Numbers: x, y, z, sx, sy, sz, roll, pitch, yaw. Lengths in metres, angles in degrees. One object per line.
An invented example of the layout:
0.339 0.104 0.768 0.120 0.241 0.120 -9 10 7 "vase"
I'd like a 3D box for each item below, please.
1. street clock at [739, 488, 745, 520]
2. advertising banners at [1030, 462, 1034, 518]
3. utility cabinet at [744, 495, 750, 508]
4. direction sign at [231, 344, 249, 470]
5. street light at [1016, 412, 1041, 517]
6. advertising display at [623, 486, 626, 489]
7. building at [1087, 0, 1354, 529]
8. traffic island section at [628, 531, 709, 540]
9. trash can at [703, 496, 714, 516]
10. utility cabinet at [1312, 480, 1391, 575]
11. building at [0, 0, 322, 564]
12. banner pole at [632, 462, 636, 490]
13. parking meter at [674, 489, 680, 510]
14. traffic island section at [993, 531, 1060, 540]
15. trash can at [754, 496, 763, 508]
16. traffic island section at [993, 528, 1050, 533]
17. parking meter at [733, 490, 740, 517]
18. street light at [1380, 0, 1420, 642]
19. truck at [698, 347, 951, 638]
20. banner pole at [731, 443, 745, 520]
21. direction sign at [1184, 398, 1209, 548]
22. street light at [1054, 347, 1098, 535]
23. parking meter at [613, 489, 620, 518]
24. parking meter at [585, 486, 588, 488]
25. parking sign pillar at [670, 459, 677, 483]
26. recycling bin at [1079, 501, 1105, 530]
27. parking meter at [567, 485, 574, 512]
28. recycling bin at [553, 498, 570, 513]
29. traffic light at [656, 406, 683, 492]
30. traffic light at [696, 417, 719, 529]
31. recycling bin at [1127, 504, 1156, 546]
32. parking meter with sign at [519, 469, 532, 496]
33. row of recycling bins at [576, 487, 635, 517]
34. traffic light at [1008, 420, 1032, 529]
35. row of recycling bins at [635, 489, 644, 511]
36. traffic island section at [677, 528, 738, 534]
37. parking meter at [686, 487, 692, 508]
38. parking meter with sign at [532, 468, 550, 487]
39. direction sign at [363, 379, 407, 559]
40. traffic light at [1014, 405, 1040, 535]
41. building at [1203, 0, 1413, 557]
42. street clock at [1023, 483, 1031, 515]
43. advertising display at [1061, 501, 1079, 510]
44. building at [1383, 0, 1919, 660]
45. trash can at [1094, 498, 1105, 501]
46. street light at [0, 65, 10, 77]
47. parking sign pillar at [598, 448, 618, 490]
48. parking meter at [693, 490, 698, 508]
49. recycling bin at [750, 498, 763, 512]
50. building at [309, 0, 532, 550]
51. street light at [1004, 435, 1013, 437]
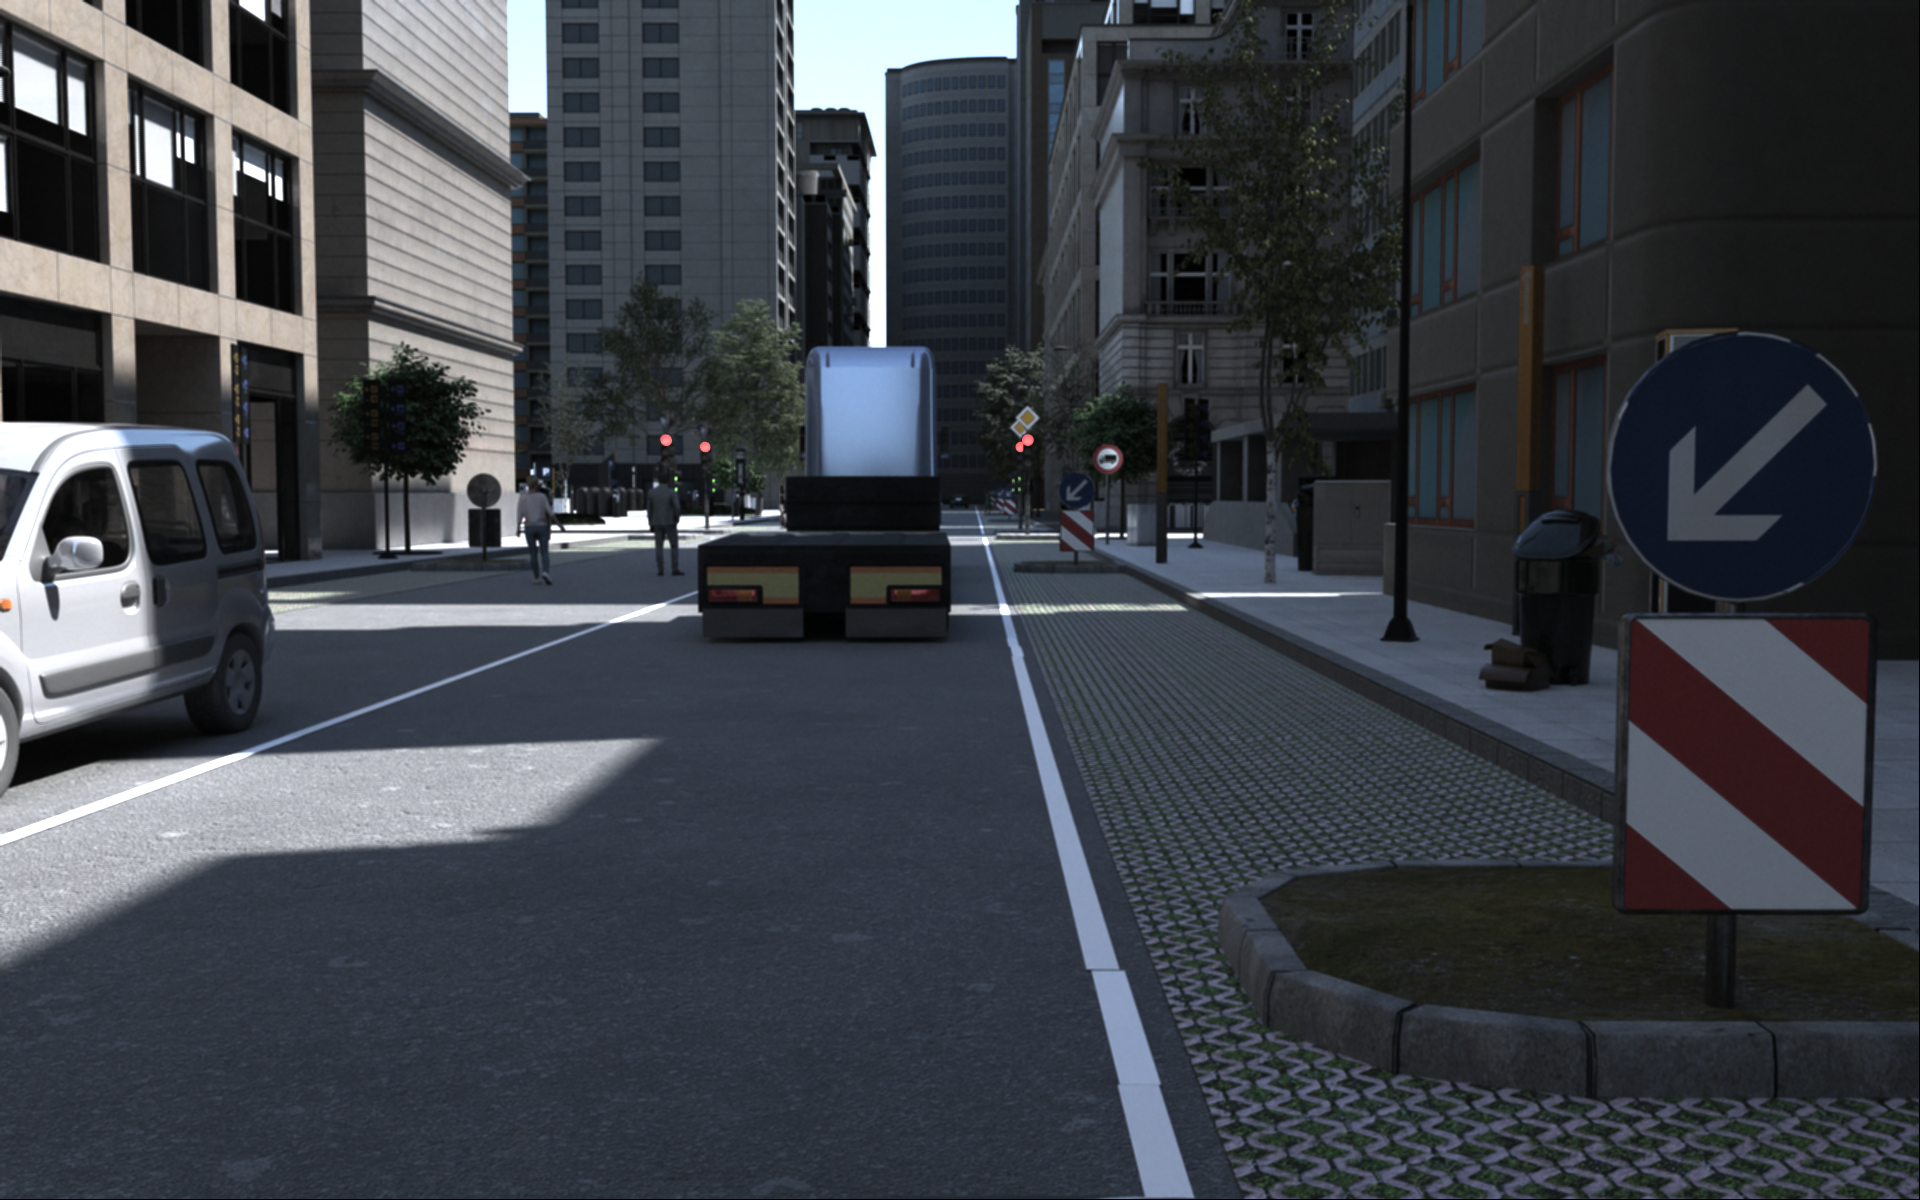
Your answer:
-10.726 -4.933 85.228 0.358 2.002 0.471 0 4 4 "street clock"
3.940 -6.008 94.412 0.090 3.025 2.074 0 4 6 "advertising banners"
-15.065 -6.813 122.551 0.306 1.237 1.020 0 4 -1 "utility cabinet"
-11.030 -2.116 26.599 0.379 3.537 0.876 -1 4 -9 "direction sign"
3.865 -7.650 97.620 1.470 5.913 1.316 0 4 0 "street light"
-26.759 -8.139 138.283 0.123 1.923 0.974 -1 4 -19 "advertising display"
17.528 -13.889 68.889 24.055 21.916 13.314 0 4 0 "building"
-9.281 -2.005 55.068 2.009 0.180 2.903 0 4 0 "traffic island section"
-14.473 -5.387 99.730 0.748 1.137 0.748 0 3 0 "trash can"
6.200 -1.146 27.424 1.173 1.500 0.318 1 4 19 "utility cabinet"
-22.272 -12.957 16.362 19.350 26.468 34.151 0 4 0 "building"
-25.132 -8.789 133.710 0.401 3.779 0.863 1 4 13 "banner pole"
-14.967 -5.067 91.259 0.372 1.533 0.369 0 3 0 "parking meter"
2.160 -2.000 54.982 2.009 0.180 2.903 0 4 0 "traffic island section"
-15.489 -7.434 133.206 0.748 1.137 0.748 0 3 0 "trash can"
2.217 -2.488 62.967 2.009 0.180 2.903 0 4 0 "traffic island section"
-12.636 -5.465 97.762 0.372 1.533 0.369 0 3 0 "parking meter"
3.318 -2.598 15.022 1.470 5.913 1.316 0 4 0 "street light"
-1.503 -2.208 25.859 2.967 4.110 18.799 0 4 -1 "truck"
-10.856 -5.774 84.420 0.863 3.779 0.401 -1 4 -11 "banner pole"
5.614 -3.008 41.184 0.876 3.537 0.379 -3 5 -44 "direction sign"
3.654 -5.028 54.752 1.470 5.913 1.316 0 4 0 "street light"
-18.720 -5.256 94.351 0.372 1.533 0.369 0 3 0 "parking meter"
-28.746 -7.797 133.186 0.255 1.863 0.399 -1 4 -16 "parking meter"
-21.974 -8.758 131.669 1.447 3.967 1.447 1 4 15 "parking sign pillar"
4.745 -3.042 62.288 0.722 1.027 0.722 -2 4 -25 "recycling bin"
-23.897 -6.150 106.263 0.255 1.863 0.399 1 4 14 "parking meter"
-23.465 -5.472 102.020 0.722 1.027 0.722 2 4 24 "recycling bin"
-9.241 -4.037 54.933 0.839 4.253 0.868 0 4 0 "traffic light"
-9.184 -4.526 62.917 0.839 4.253 0.868 0 4 0 "traffic light"
4.608 -1.866 43.055 0.722 1.027 0.722 -1 4 -17 "recycling bin"
-30.615 -7.681 121.842 1.738 3.016 0.543 2 4 34 "parking meter with sign"
-20.216 -5.535 97.614 3.534 1.692 1.069 2 4 29 "row of recycling bins"
2.177 -4.522 62.853 0.839 4.253 0.868 0 4 0 "traffic light"
-25.028 -7.489 129.556 1.069 1.692 3.534 2 4 35 "row of recycling bins"
-9.224 -2.494 63.052 2.009 0.180 2.903 0 4 0 "traffic island section"
-20.931 -7.835 133.805 0.399 1.863 0.255 -1 4 -12 "parking meter"
-27.637 -7.245 114.709 0.543 3.016 1.738 -2 4 -29 "parking meter with sign"
-11.378 -2.589 34.332 0.876 3.537 0.379 0 4 7 "direction sign"
2.120 -4.033 54.868 0.839 4.253 0.868 0 4 0 "traffic light"
22.959 -21.349 40.932 32.217 40.220 23.993 0 4 0 "building"
4.073 -6.358 108.519 0.358 2.002 0.471 1 4 11 "street clock"
4.857 -4.309 75.662 0.974 1.923 0.123 2 4 34 "advertising display"
19.174 -9.915 7.148 27.650 21.520 28.899 0 4 0 "building"
4.964 -3.177 63.597 0.748 1.137 0.748 0 3 0 "trash can"
-10.962 -2.833 18.866 1.470 5.913 1.316 0 4 0 "street light"
-20.162 -6.878 100.921 1.447 3.967 1.447 -1 4 -15 "parking sign pillar"
-18.476 -6.885 120.976 0.372 1.533 0.369 0 3 0 "parking meter"
-14.772 -6.914 125.599 0.722 1.027 0.722 -2 4 -26 "recycling bin"
-24.512 -15.792 45.587 23.554 28.519 14.401 0 4 0 "building"
4.211 -10.063 137.074 1.470 5.913 1.316 0 4 0 "street light"
